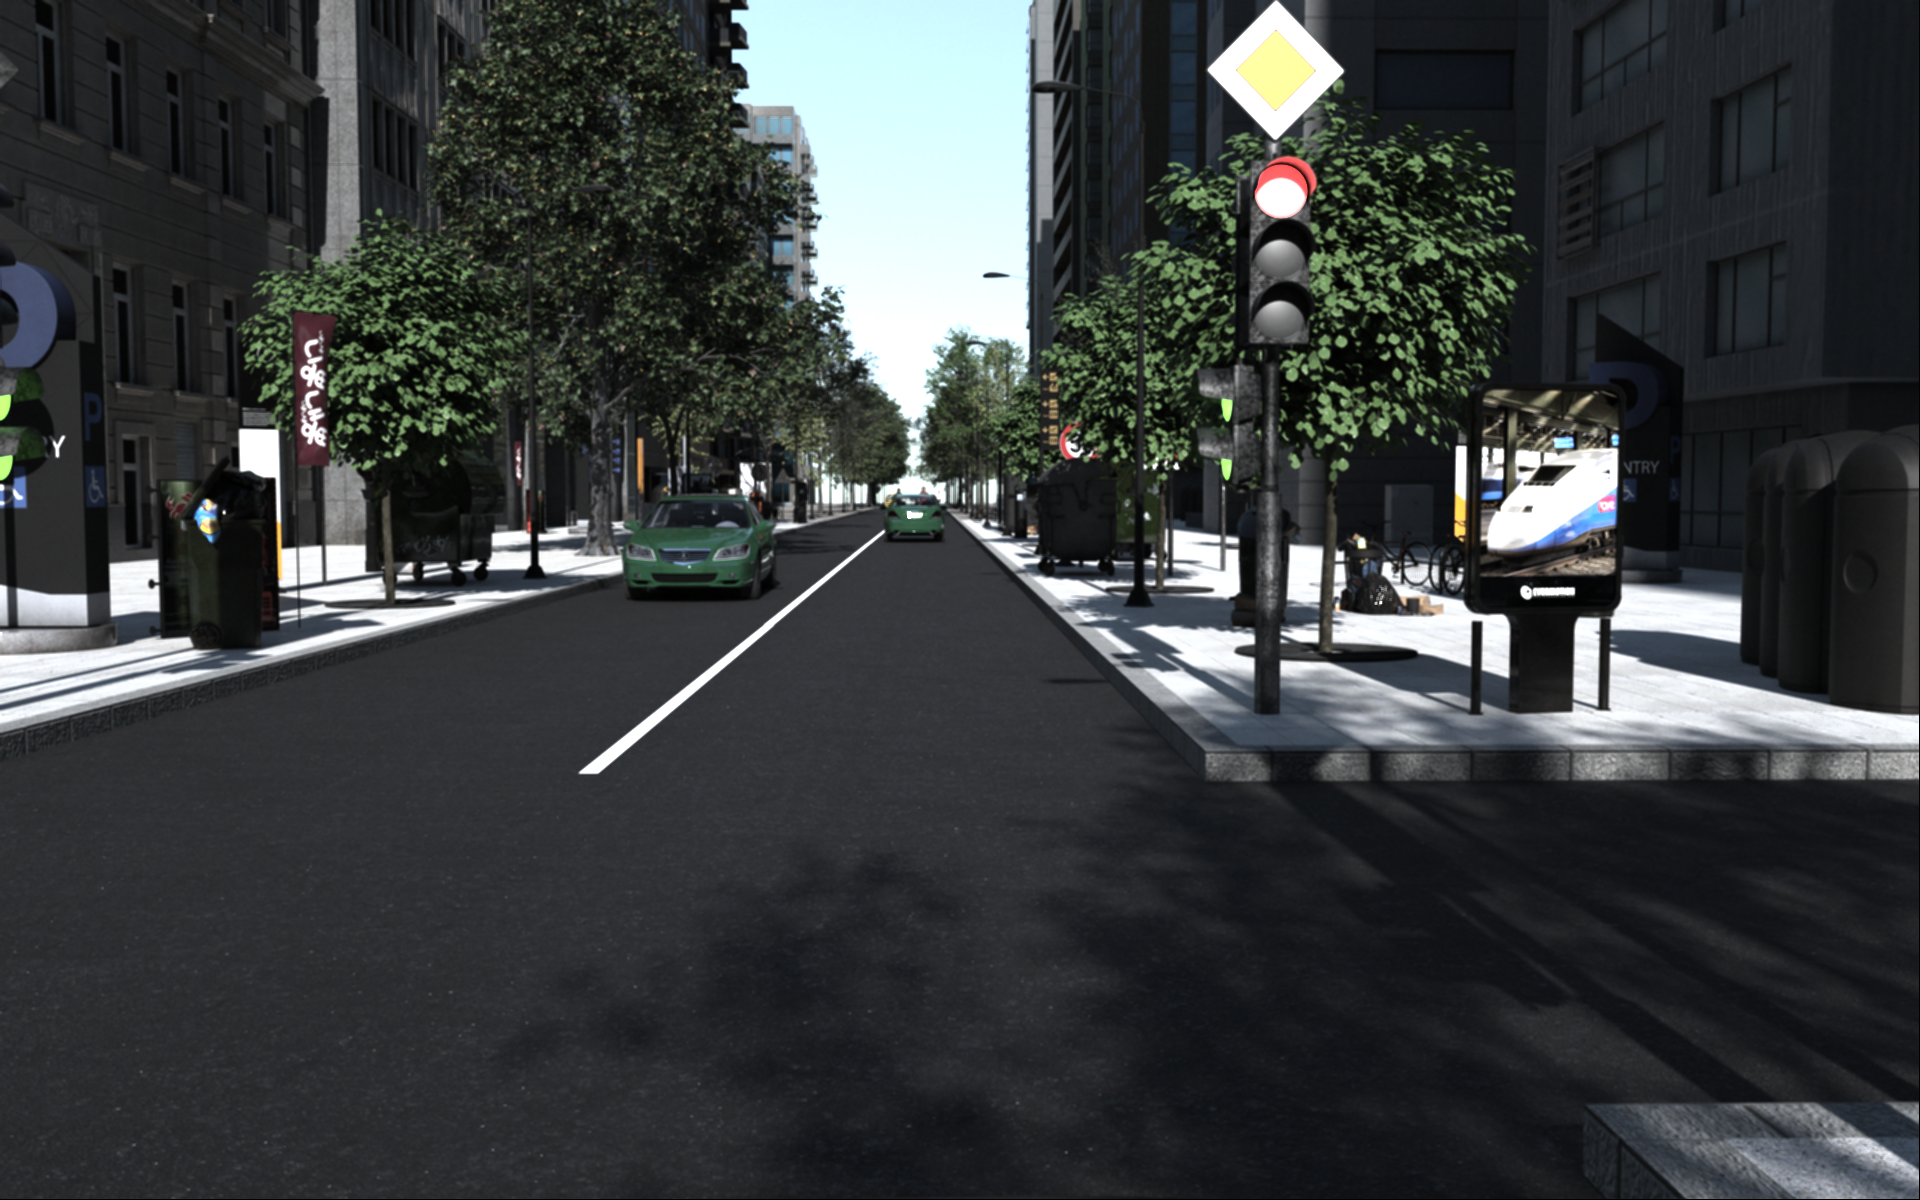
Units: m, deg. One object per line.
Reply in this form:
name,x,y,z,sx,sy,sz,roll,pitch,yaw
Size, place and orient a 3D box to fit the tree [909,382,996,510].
tree,0.479,-12.416,137.410,8.767,10.594,7.601,-1,4,-19

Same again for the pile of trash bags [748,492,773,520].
pile of trash bags,-7.712,-3.242,62.766,1.912,1.369,3.447,-1,4,-21

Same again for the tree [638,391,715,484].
tree,-12.373,-7.684,75.995,4.737,8.622,4.395,0,3,0

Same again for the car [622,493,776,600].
car,-3.687,-0.808,25.010,2.131,1.459,4.920,0,4,-2

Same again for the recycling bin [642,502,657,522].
recycling bin,-9.101,-2.424,52.192,0.722,1.027,0.722,-3,5,-42

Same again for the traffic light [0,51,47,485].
traffic light,-5.731,-1.282,9.880,0.839,4.253,0.868,0,4,-1

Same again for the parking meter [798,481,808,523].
parking meter,-6.869,-4.278,75.648,0.399,1.863,0.255,0,4,1

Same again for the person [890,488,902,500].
person,-4.578,-7.419,129.427,1.348,1.869,0.705,0,4,6

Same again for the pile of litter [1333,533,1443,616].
pile of litter,4.603,-0.306,18.971,1.176,0.858,1.719,0,4,-6

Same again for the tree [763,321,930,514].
tree,-9.086,-12.312,111.669,12.009,13.543,11.850,0,3,0

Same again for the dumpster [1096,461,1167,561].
dumpster,3.334,-1.924,33.955,1.502,2.255,1.985,0,4,-1

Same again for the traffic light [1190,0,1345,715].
traffic light,1.779,-1.291,10.028,0.839,4.253,0.868,0,4,-1

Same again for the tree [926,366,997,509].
tree,0.443,-14.283,151.658,7.486,12.596,7.792,0,3,0

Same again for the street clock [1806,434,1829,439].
street clock,10.405,-1.002,20.955,0.471,2.002,0.358,3,5,45

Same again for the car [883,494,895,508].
car,-6.542,-9.850,171.278,2.015,1.641,3.980,0,4,0

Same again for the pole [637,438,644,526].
pole,-11.656,-4.244,63.235,0.158,3.312,0.155,0,3,0

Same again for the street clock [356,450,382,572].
street clock,-9.646,-1.460,28.434,0.471,2.002,0.358,1,4,17

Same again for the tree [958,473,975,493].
tree,0.767,-10.024,158.492,1.663,3.219,1.824,0,3,0

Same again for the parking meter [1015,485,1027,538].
parking meter,1.774,-2.566,50.363,0.372,1.533,0.369,0,3,0

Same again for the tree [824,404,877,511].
tree,-8.372,-10.952,129.434,4.360,8.622,3.978,0,3,0

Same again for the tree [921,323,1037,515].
tree,1.189,-11.043,106.314,9.928,11.665,9.643,0,3,0

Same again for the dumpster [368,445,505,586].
dumpster,-7.477,-1.361,24.745,1.502,2.255,1.985,0,4,-1

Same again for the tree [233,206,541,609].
tree,-6.526,-2.217,19.955,4.285,4.588,4.351,0,3,0

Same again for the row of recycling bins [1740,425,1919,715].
row of recycling bins,5.995,-0.279,11.681,1.069,1.692,3.534,1,4,14

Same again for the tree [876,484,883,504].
tree,-11.226,-14.346,229.153,1.663,3.219,1.824,0,3,0

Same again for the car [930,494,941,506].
car,-2.362,-6.846,123.929,2.014,1.417,4.499,0,4,0

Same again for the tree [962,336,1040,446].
tree,2.313,-8.032,81.680,4.737,8.622,4.395,0,3,0

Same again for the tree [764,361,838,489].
tree,-8.349,-8.663,92.002,4.737,8.622,4.395,0,3,0

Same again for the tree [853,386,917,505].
tree,-10.318,-18.570,210.267,9.857,13.997,8.962,0,3,0

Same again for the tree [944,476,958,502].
tree,-1.338,-17.396,234.781,4.360,8.622,3.978,0,3,0

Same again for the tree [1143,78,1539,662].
tree,2.867,-1.835,13.722,4.285,4.588,4.351,0,3,0

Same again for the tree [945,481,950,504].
tree,-1.643,-19.003,221.074,12.009,13.543,11.850,0,3,0

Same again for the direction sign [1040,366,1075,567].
direction sign,1.862,-2.369,30.724,0.876,3.537,0.379,0,4,-3

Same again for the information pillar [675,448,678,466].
information pillar,-13.890,-5.715,84.802,0.183,3.616,0.504,-1,4,-17

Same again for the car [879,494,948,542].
car,-1.419,-2.534,53.231,2.131,1.459,4.920,0,4,-2

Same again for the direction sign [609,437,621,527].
direction sign,-13.813,-4.666,68.285,0.876,3.537,0.379,0,4,-8

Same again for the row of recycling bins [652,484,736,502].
row of recycling bins,-11.071,-3.991,72.362,3.534,1.692,1.069,-1,4,-11

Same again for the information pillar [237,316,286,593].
information pillar,-8.974,-1.888,22.219,0.504,3.616,0.183,-3,4,-39

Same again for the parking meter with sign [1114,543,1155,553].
parking meter with sign,3.710,-2.580,38.436,0.543,3.016,1.738,-2,4,-32

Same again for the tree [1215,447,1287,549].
tree,6.713,-2.797,40.340,1.663,3.219,1.824,0,3,0

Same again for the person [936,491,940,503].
person,-1.693,-7.801,136.984,0.436,1.711,0.756,3,5,39

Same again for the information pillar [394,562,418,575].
information pillar,-8.791,-1.404,27.451,0.304,2.012,0.304,0,4,0

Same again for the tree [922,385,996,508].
tree,0.120,-15.373,168.354,9.611,12.733,9.660,0,3,0

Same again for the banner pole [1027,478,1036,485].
banner pole,2.602,-4.038,56.033,0.863,3.779,0.401,-1,4,-13

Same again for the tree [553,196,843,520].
tree,-8.079,-7.037,49.470,8.767,10.594,7.601,0,3,0

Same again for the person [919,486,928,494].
person,-1.890,-4.997,90.144,1.348,1.831,0.705,0,4,-4

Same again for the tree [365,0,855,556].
tree,-7.457,-7.274,35.936,9.611,12.733,9.660,0,3,0

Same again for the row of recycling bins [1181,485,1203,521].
row of recycling bins,11.419,-4.541,81.358,1.069,1.692,3.534,-1,4,-21

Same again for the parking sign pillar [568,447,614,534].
parking sign pillar,-11.915,-4.119,55.814,1.447,3.967,1.447,1,4,9

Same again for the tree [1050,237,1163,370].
tree,4.628,-5.998,48.434,4.360,8.622,3.978,0,3,0

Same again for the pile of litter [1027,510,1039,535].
pile of litter,2.518,-2.488,54.638,1.719,0.858,1.176,0,4,-3

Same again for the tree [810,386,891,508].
tree,-10.021,-14.657,157.767,7.486,12.596,7.792,0,3,0

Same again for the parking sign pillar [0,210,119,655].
parking sign pillar,-7.832,-1.583,14.348,1.447,3.967,1.447,0,4,-1

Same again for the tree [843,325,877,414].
tree,-7.176,-8.050,66.030,8.767,10.594,7.601,0,4,7

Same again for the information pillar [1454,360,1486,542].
information pillar,8.816,-2.357,29.891,0.504,3.616,0.183,1,4,11

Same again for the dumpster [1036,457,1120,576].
dumpster,1.894,-1.349,27.809,1.264,1.857,1.865,0,4,-1
